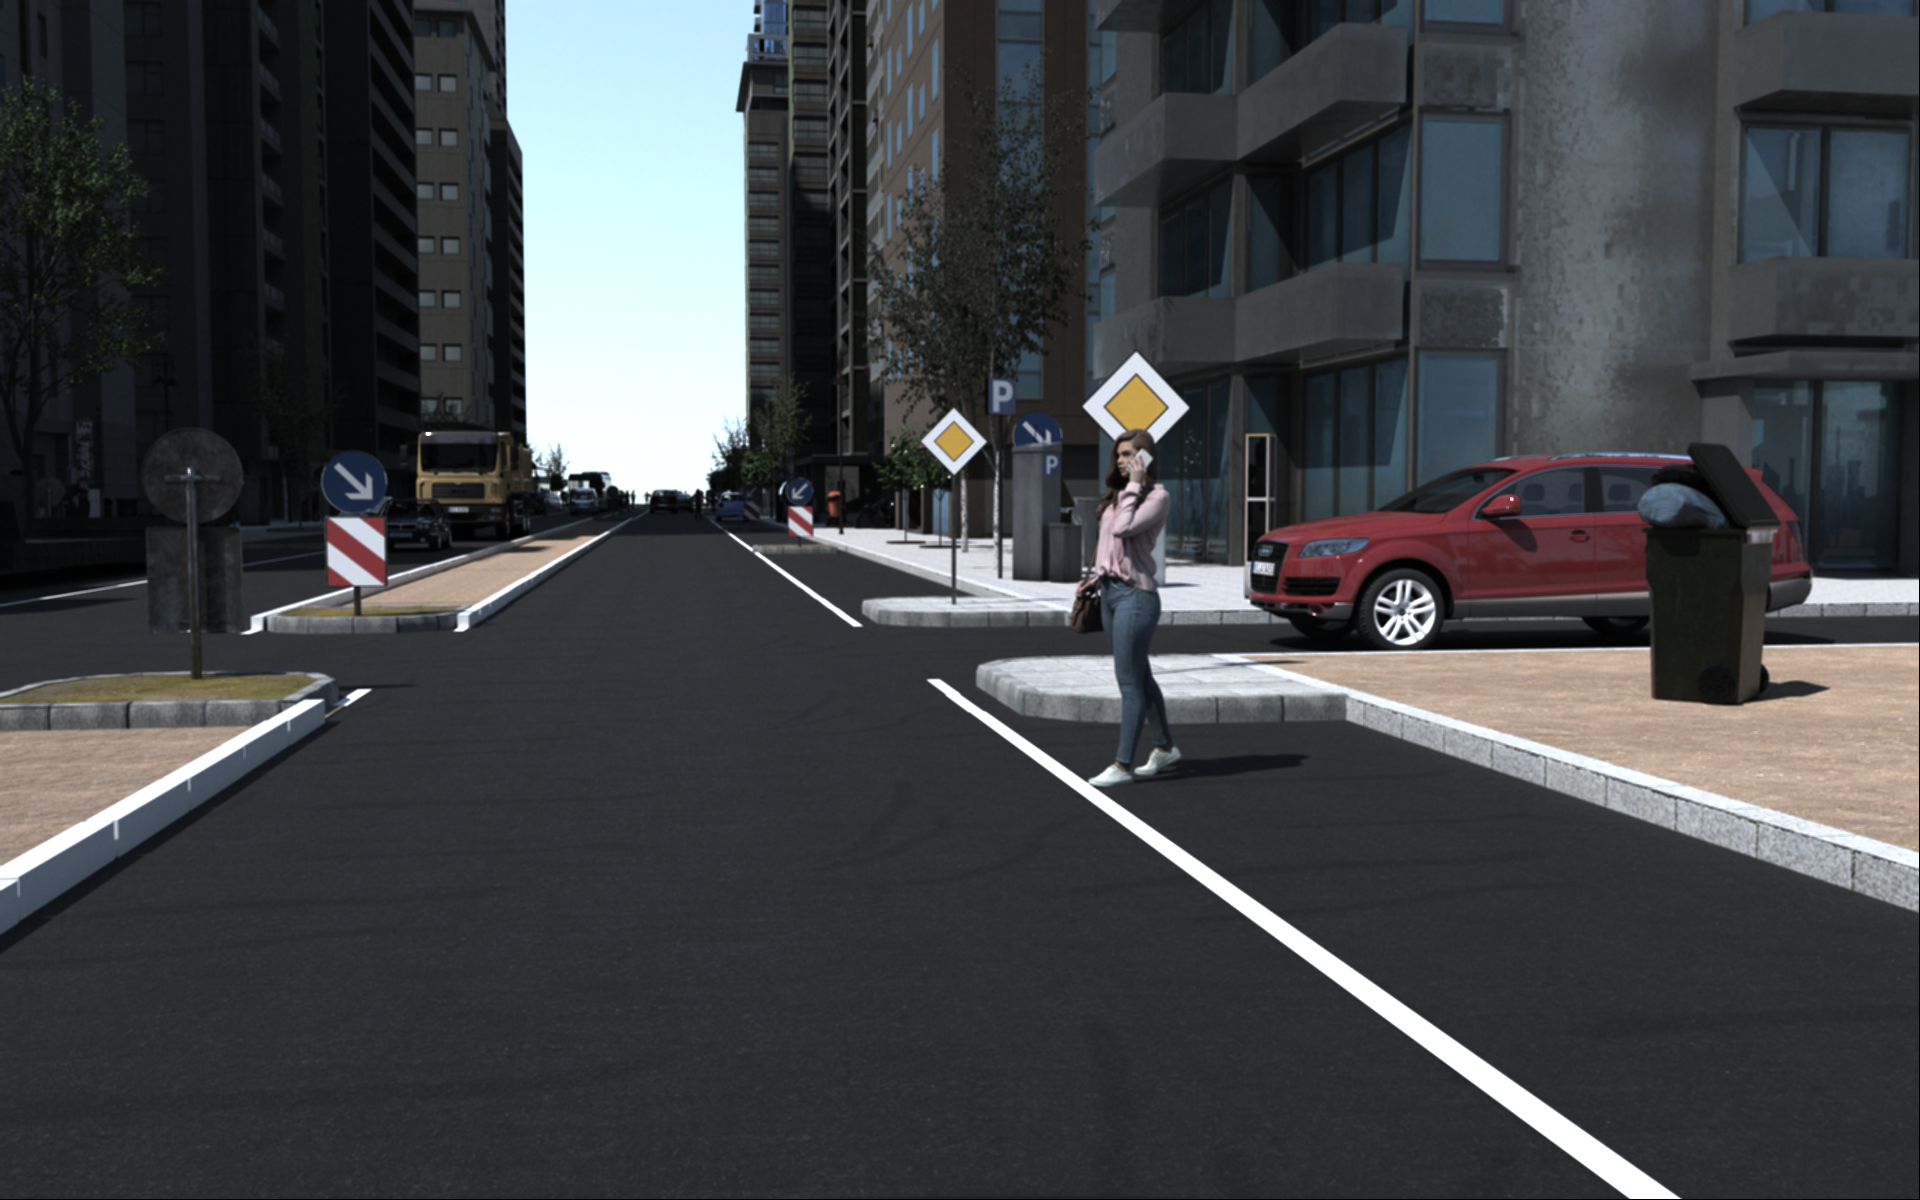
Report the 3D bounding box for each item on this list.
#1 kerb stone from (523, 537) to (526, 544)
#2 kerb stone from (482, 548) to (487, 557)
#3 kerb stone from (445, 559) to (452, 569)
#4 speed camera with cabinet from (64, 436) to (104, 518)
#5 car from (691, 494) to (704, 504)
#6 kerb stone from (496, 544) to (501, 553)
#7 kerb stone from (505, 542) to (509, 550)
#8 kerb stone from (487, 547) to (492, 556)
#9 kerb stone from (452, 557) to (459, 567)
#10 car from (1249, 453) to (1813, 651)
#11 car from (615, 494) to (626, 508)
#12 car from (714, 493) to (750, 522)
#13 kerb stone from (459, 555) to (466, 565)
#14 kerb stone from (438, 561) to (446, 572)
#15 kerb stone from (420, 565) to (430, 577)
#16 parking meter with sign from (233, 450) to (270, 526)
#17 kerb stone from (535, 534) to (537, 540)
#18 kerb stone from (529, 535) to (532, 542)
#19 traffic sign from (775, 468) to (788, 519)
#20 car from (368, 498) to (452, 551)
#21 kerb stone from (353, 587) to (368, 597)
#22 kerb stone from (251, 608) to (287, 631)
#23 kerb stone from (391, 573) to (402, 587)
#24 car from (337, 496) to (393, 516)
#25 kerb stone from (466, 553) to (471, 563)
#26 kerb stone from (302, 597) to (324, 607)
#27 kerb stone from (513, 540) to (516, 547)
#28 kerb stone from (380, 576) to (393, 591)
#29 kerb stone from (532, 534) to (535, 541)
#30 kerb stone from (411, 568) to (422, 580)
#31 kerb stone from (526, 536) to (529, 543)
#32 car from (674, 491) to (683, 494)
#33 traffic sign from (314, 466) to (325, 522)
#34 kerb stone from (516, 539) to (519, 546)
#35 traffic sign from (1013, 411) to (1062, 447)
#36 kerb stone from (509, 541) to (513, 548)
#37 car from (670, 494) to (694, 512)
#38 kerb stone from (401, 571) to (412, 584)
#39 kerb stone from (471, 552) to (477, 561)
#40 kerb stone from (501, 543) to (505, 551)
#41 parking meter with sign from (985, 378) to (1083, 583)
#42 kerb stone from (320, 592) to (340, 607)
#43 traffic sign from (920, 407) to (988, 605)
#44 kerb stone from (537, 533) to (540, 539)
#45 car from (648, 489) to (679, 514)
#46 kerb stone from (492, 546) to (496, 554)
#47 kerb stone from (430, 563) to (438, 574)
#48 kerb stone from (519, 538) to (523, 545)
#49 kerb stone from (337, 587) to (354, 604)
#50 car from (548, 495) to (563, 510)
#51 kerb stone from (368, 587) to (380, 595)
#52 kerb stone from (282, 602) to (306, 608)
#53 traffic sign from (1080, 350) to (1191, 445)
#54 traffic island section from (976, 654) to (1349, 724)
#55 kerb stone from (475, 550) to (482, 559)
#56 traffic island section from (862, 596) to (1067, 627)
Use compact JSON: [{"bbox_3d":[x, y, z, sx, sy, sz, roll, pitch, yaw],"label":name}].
[{"bbox_3d":[-12.457,-1.637,48.967,0.120,0.150,1.000,-1,4,-9],"label":"kerb stone"},{"bbox_3d":[-10.791,-1.020,38.870,0.120,0.150,1.000,-1,4,-9],"label":"kerb stone"},{"bbox_3d":[-9.793,-0.643,32.801,0.120,0.150,1.000,-1,4,-9],"label":"kerb stone"},{"bbox_3d":[-29.653,-3.931,58.605,2.038,3.252,0.660,3,5,44],"label":"speed camera with cabinet"},{"bbox_3d":[-36.506,-14.139,240.757,1.945,1.707,3.694,0,4,-8],"label":"car"},{"bbox_3d":[-11.288,-1.205,41.902,0.120,0.150,1.000,-1,4,-9],"label":"kerb stone"},{"bbox_3d":[-11.620,-1.329,43.922,0.120,0.150,1.000,-1,4,-9],"label":"kerb stone"},{"bbox_3d":[-10.957,-1.082,39.878,0.120,0.150,1.000,-1,4,-9],"label":"kerb stone"},{"bbox_3d":[-9.949,-0.711,33.814,0.120,0.150,1.000,-1,4,-9],"label":"kerb stone"},{"bbox_3d":[5.390,-0.483,16.576,5.304,1.827,2.281,-1,4,-10],"label":"car"},{"bbox_3d":[-36.036,-10.575,182.685,2.009,1.686,4.222,0,4,-8],"label":"car"},{"bbox_3d":[-12.056,-5.025,91.745,1.945,1.707,3.694,-1,4,-10],"label":"car"},{"bbox_3d":[-10.116,-0.772,34.826,0.120,0.150,1.000,-1,4,-9],"label":"kerb stone"},{"bbox_3d":[-9.609,-0.586,31.785,0.120,0.150,1.000,-1,4,-9],"label":"kerb stone"},{"bbox_3d":[-9.287,-0.463,29.763,0.120,0.150,1.000,-1,4,-9],"label":"kerb stone"},{"bbox_3d":[-28.607,-4.493,69.727,0.543,3.016,1.738,1,4,22],"label":"parking meter with sign"},{"bbox_3d":[-13.112,-1.885,53.010,0.120,0.150,1.000,-1,4,-9],"label":"kerb stone"},{"bbox_3d":[-12.782,-1.761,50.988,0.120,0.150,1.000,-1,4,-9],"label":"kerb stone"},{"bbox_3d":[-8.666,-5.189,84.946,0.768,2.556,0.104,0,4,-3],"label":"traffic sign"},{"bbox_3d":[-14.113,-1.952,44.491,1.945,1.354,3.894,-1,4,-10],"label":"car"},{"bbox_3d":[-8.286,-0.092,23.692,0.120,0.150,1.000,-1,4,-9],"label":"kerb stone"},{"bbox_3d":[-7.449,0.219,18.642,0.120,0.150,1.000,-1,4,-9],"label":"kerb stone"},{"bbox_3d":[-8.786,-0.275,26.732,0.120,0.150,1.000,-1,4,-9],"label":"kerb stone"},{"bbox_3d":[-20.402,-2.913,59.996,2.083,1.381,4.827,-1,4,-11],"label":"car"},{"bbox_3d":[-10.284,-0.832,35.834,0.120,0.150,1.000,-1,4,-9],"label":"kerb stone"},{"bbox_3d":[-7.786,0.094,20.663,0.120,0.150,1.000,-1,4,-9],"label":"kerb stone"},{"bbox_3d":[-11.952,-1.452,45.942,0.120,0.150,1.000,-1,4,-9],"label":"kerb stone"},{"bbox_3d":[-8.611,-0.216,25.725,0.120,0.150,1.000,-1,4,-9],"label":"kerb stone"},{"bbox_3d":[-12.949,-1.823,51.997,0.120,0.150,1.000,-1,4,-9],"label":"kerb stone"},{"bbox_3d":[-9.117,-0.398,28.756,0.120,0.150,1.000,-1,4,-9],"label":"kerb stone"},{"bbox_3d":[-12.621,-1.699,49.979,0.120,0.150,1.000,-1,4,-9],"label":"kerb stone"},{"bbox_3d":[-32.308,-11.511,196.874,2.281,1.827,5.304,0,4,-8],"label":"car"},{"bbox_3d":[-29.335,-4.866,79.661,0.768,2.556,0.104,0,4,-1],"label":"traffic sign"},{"bbox_3d":[-12.120,-1.513,46.951,0.120,0.150,1.000,-1,4,-9],"label":"kerb stone"},{"bbox_3d":[1.191,-1.633,26.808,0.768,2.556,0.104,0,4,-3],"label":"traffic sign"},{"bbox_3d":[-11.782,-1.390,44.931,0.120,0.150,1.000,-1,4,-9],"label":"kerb stone"},{"bbox_3d":[-22.206,-7.907,138.079,1.959,1.807,4.718,-1,4,-11],"label":"car"},{"bbox_3d":[-8.955,-0.339,27.740,0.120,0.150,1.000,-1,4,-9],"label":"kerb stone"},{"bbox_3d":[-10.456,-0.893,36.841,0.120,0.150,1.000,-1,4,-9],"label":"kerb stone"},{"bbox_3d":[-11.454,-1.267,42.910,0.120,0.150,1.000,-1,4,-9],"label":"kerb stone"},{"bbox_3d":[1.124,-1.793,25.577,0.543,3.016,1.738,-3,4,-38],"label":"parking meter with sign"},{"bbox_3d":[-7.953,0.032,21.671,0.120,0.150,1.000,-1,4,-9],"label":"kerb stone"},{"bbox_3d":[-0.074,-1.003,20.046,0.795,2.450,0.064,-1,4,-9],"label":"traffic sign"},{"bbox_3d":[-13.285,-1.945,54.020,0.120,0.150,1.000,-1,4,-9],"label":"kerb stone"},{"bbox_3d":[-22.013,-7.336,128.621,2.281,1.827,5.304,-1,4,-11],"label":"car"},{"bbox_3d":[-11.119,-1.144,40.893,0.120,0.150,1.000,-1,4,-9],"label":"kerb stone"},{"bbox_3d":[-9.457,-0.525,30.774,0.120,0.150,1.000,-1,4,-9],"label":"kerb stone"},{"bbox_3d":[-12.289,-1.576,47.959,0.120,0.150,1.000,-1,4,-9],"label":"kerb stone"},{"bbox_3d":[-8.120,-0.029,22.680,0.120,0.150,1.000,-1,4,-9],"label":"kerb stone"},{"bbox_3d":[-36.062,-8.581,152.661,2.083,1.381,4.827,-1,4,-10],"label":"car"},{"bbox_3d":[-8.457,-0.154,24.707,0.120,0.150,1.000,-1,4,-9],"label":"kerb stone"},{"bbox_3d":[-7.621,0.156,19.649,0.120,0.150,1.000,-1,4,-9],"label":"kerb stone"},{"bbox_3d":[1.225,-0.521,12.167,0.795,2.450,0.064,-1,4,-9],"label":"traffic sign"},{"bbox_3d":[1.247,0.614,12.248,2.009,0.180,2.903,-1,4,-9],"label":"traffic island section"},{"bbox_3d":[-10.620,-0.954,37.857,0.120,0.150,1.000,-1,4,-9],"label":"kerb stone"},{"bbox_3d":[-0.052,0.132,20.127,2.009,0.180,2.903,-1,4,-9],"label":"traffic island section"}]
